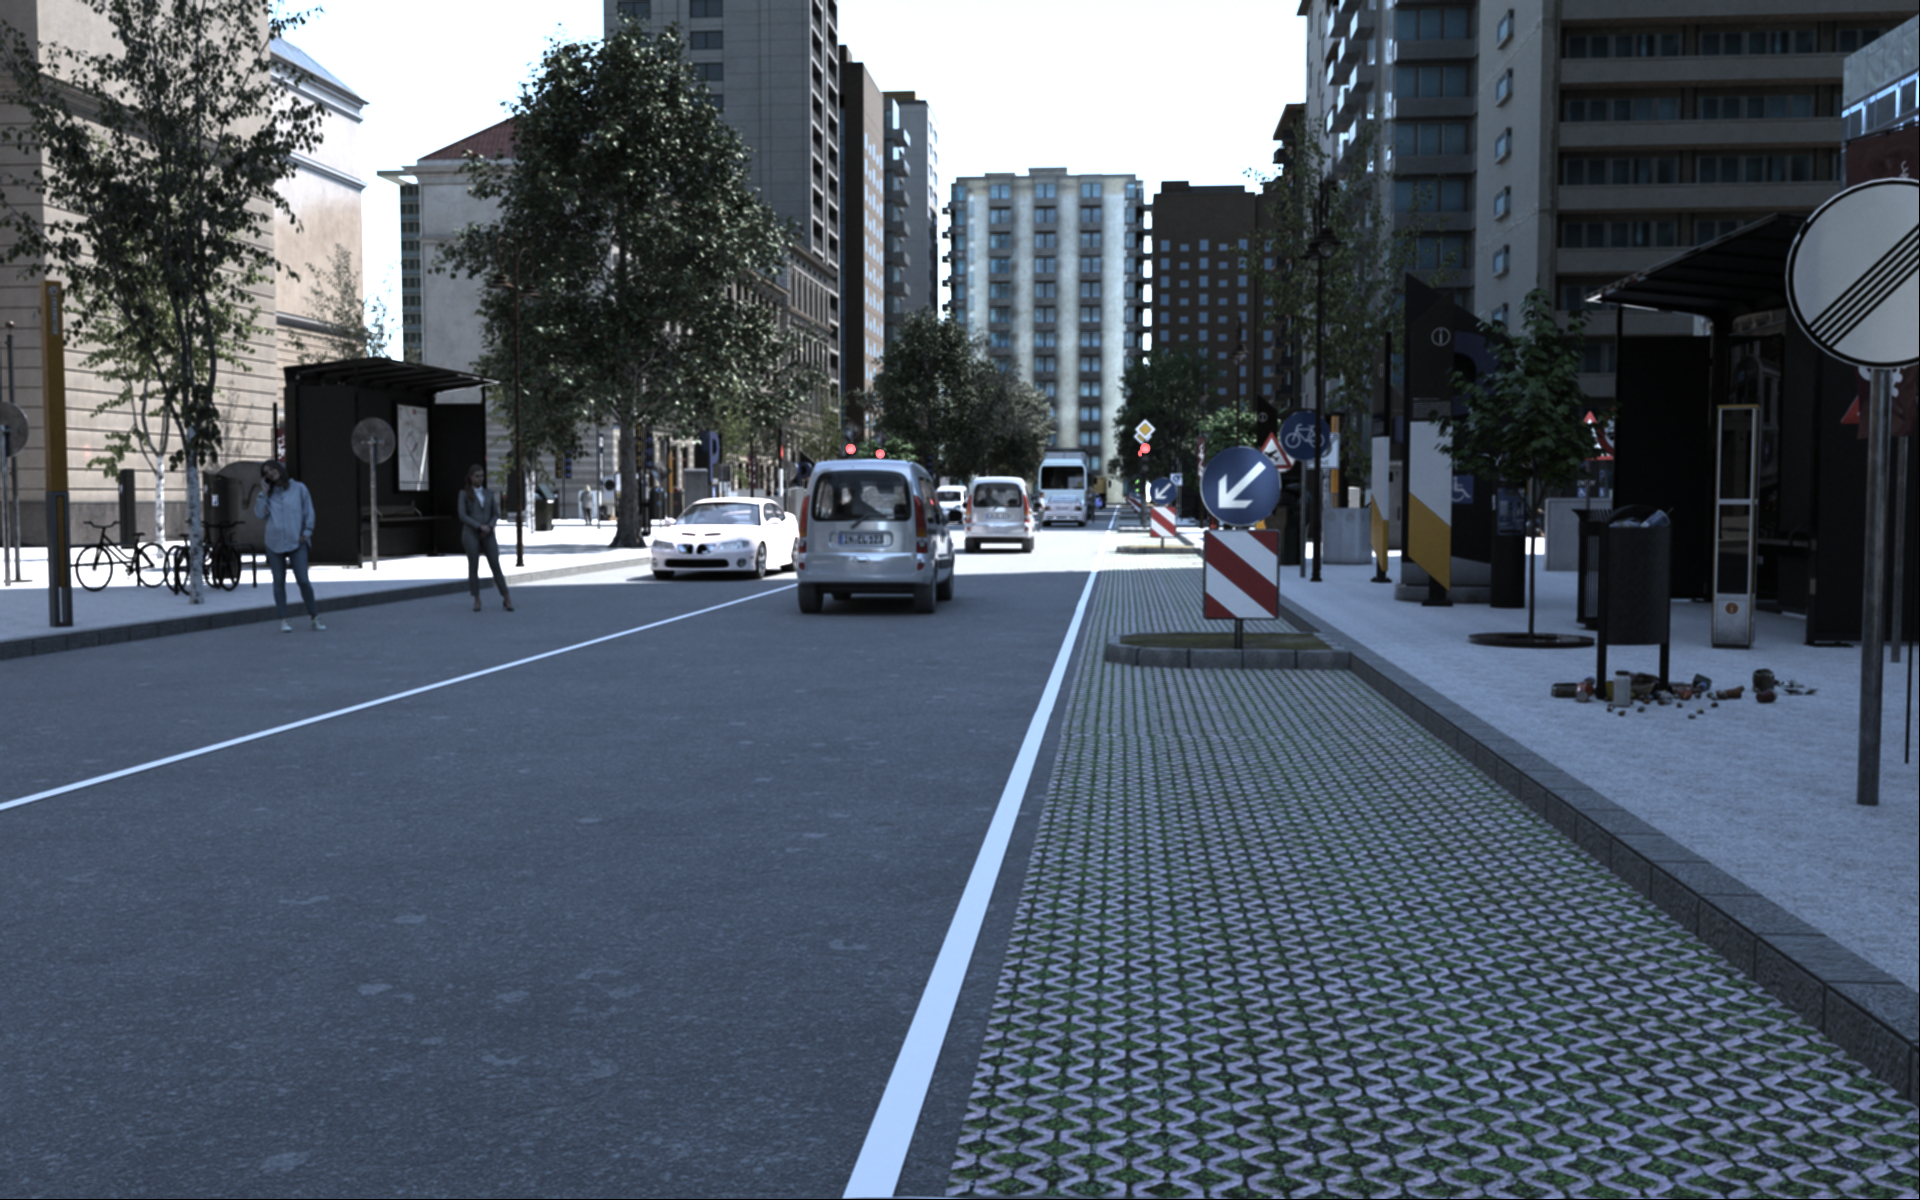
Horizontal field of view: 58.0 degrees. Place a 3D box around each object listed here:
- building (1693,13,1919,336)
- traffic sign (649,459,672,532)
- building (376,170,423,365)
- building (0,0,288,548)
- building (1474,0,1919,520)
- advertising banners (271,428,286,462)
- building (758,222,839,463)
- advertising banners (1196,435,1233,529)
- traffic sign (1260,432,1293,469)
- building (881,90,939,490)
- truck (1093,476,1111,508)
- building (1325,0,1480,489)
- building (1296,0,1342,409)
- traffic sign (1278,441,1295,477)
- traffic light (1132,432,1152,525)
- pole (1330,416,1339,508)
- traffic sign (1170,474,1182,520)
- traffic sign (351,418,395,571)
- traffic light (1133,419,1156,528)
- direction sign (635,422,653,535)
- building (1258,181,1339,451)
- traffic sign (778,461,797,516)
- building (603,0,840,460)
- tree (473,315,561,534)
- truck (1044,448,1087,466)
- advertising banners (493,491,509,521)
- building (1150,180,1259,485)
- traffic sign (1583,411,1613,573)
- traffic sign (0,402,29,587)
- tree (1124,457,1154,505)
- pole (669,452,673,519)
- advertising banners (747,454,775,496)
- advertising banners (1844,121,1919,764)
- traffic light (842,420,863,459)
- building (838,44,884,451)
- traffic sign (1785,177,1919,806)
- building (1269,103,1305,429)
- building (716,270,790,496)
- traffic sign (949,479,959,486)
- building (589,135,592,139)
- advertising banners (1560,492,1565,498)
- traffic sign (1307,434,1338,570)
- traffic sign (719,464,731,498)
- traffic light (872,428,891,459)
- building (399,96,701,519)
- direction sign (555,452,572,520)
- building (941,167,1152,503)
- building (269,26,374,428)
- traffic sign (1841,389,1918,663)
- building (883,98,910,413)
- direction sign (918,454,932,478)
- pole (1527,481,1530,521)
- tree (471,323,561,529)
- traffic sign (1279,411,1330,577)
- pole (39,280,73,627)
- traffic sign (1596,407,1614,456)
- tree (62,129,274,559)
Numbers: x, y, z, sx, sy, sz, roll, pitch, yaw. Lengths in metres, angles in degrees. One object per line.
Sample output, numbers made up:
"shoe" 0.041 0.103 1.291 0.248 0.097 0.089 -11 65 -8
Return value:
"building" 30.575 -43.913 30.652 22.319 86.520 31.000 0 4 5
"traffic sign" -9.845 -3.409 56.928 0.795 2.450 0.064 1 4 10
"building" -49.035 -31.053 199.600 23.993 40.220 32.217 0 4 5
"building" -33.222 -15.310 47.575 25.104 27.353 12.463 0 4 5
"building" 39.384 -28.685 92.699 21.600 48.544 21.300 0 4 5
"advertising banners" -18.649 -3.029 45.716 2.074 3.025 0.090 0 4 2
"building" -16.783 -18.978 139.175 11.050 23.489 19.941 0 4 5
"advertising banners" 7.543 -3.368 51.251 0.090 3.025 2.074 -2 4 -24
"traffic sign" 6.512 -2.218 36.271 0.884 2.594 0.081 1 4 9
"building" -17.482 -43.730 256.987 28.212 58.520 21.231 0 4 5
"truck" 14.222 -11.488 183.754 3.469 3.379 9.791 0 4 6
"building" 37.469 -30.569 119.416 23.786 49.044 30.456 0 4 5
"building" 47.089 -35.039 162.119 28.713 52.752 27.495 0 4 5
"traffic sign" 7.617 -2.524 41.379 0.768 2.556 0.104 1 4 9
"traffic light" 7.633 -5.119 72.613 0.839 4.253 0.868 0 4 5
"pole" 9.806 -3.150 45.347 0.158 3.312 0.155 0 3 0
"traffic sign" 10.749 -5.137 86.114 0.606 2.300 0.079 1 4 12
"traffic sign" -9.800 -1.763 28.927 0.768 2.556 0.104 0 4 6
"traffic light" 6.888 -4.633 64.662 0.839 4.253 0.868 0 4 5
"direction sign" -9.917 -3.818 54.420 0.876 3.537 0.379 3 5 43
"building" 49.287 -36.681 249.843 14.200 45.320 14.600 0 4 5
"traffic sign" -6.560 -4.023 65.883 0.768 2.556 0.104 1 4 12
"building" -19.828 -44.126 159.712 20.563 71.187 20.611 0 4 5
"tree" -13.663 -6.421 55.353 4.737 8.622 4.395 0 3 0
"truck" 6.872 -7.477 111.158 2.839 4.237 11.283 0 4 5
"advertising banners" -22.735 -5.353 83.706 2.074 3.025 0.090 -1 4 -10
"building" 34.720 -36.667 249.620 14.200 45.320 14.600 0 4 5
"traffic sign" 9.873 -1.665 27.234 0.884 2.594 0.081 1 4 11
"traffic sign" -13.205 -1.458 23.945 0.768 2.556 0.104 1 4 13
"tree" 23.085 -16.852 209.937 7.601 10.594 8.767 0 4 -3
"pole" -12.711 -5.031 76.096 0.158 3.312 0.155 0 3 0
"advertising banners" -8.491 -4.893 76.188 2.074 3.025 0.090 -3 4 -38
"advertising banners" 4.642 -0.702 7.658 0.090 3.025 2.074 -1 4 -14
"traffic light" -4.077 -4.694 65.669 0.839 4.253 0.868 0 4 5
"building" -15.621 -32.260 177.558 14.600 45.320 14.200 0 4 5
"traffic sign" 3.756 -0.427 7.088 0.768 2.556 0.104 1 4 13
"building" 45.948 -32.833 191.437 22.147 44.769 28.867 0 4 5
"building" -18.740 -15.609 119.829 10.561 19.102 19.286 0 4 5
"traffic sign" -0.381 -6.619 110.346 0.606 2.300 0.079 1 4 10
"building" -45.492 -43.943 260.462 28.212 58.520 21.231 0 4 5
"advertising banners" 28.573 -5.226 81.634 2.074 3.025 0.090 3 5 39
"traffic sign" 6.035 -1.645 29.021 0.606 2.300 0.079 1 4 12
"traffic sign" -8.128 -3.498 59.328 0.606 2.300 0.079 1 4 13
"traffic light" -3.332 -5.180 73.619 0.839 4.253 0.868 0 4 5
"building" -21.982 -16.084 99.134 11.583 22.565 21.152 0 4 5
"direction sign" -19.734 -5.764 86.233 0.876 3.537 0.379 1 4 16
"building" 12.914 -38.931 256.125 30.456 49.044 23.786 0 4 5
"building" -45.563 -19.061 97.558 20.117 28.700 13.634 0 4 5
"traffic sign" 7.130 -0.803 13.125 0.884 2.594 0.081 1 4 12
"building" -21.488 -35.528 200.484 30.456 49.044 23.786 0 4 5
"direction sign" -1.962 -6.447 97.405 0.876 3.537 0.379 -2 4 -25
"pole" 26.083 -5.246 79.621 0.158 3.312 0.155 0 3 0
"tree" -15.820 -6.958 64.131 4.360 8.622 3.978 0 3 0
"traffic sign" 5.281 -1.620 26.601 0.768 2.556 0.104 0 4 6
"pole" -8.708 -1.397 16.681 0.158 3.312 0.155 0 3 0
"traffic sign" 9.463 -1.508 24.769 0.768 2.556 0.104 0 4 7
"tree" -15.834 -5.132 34.267 4.737 8.622 4.395 0 3 0
